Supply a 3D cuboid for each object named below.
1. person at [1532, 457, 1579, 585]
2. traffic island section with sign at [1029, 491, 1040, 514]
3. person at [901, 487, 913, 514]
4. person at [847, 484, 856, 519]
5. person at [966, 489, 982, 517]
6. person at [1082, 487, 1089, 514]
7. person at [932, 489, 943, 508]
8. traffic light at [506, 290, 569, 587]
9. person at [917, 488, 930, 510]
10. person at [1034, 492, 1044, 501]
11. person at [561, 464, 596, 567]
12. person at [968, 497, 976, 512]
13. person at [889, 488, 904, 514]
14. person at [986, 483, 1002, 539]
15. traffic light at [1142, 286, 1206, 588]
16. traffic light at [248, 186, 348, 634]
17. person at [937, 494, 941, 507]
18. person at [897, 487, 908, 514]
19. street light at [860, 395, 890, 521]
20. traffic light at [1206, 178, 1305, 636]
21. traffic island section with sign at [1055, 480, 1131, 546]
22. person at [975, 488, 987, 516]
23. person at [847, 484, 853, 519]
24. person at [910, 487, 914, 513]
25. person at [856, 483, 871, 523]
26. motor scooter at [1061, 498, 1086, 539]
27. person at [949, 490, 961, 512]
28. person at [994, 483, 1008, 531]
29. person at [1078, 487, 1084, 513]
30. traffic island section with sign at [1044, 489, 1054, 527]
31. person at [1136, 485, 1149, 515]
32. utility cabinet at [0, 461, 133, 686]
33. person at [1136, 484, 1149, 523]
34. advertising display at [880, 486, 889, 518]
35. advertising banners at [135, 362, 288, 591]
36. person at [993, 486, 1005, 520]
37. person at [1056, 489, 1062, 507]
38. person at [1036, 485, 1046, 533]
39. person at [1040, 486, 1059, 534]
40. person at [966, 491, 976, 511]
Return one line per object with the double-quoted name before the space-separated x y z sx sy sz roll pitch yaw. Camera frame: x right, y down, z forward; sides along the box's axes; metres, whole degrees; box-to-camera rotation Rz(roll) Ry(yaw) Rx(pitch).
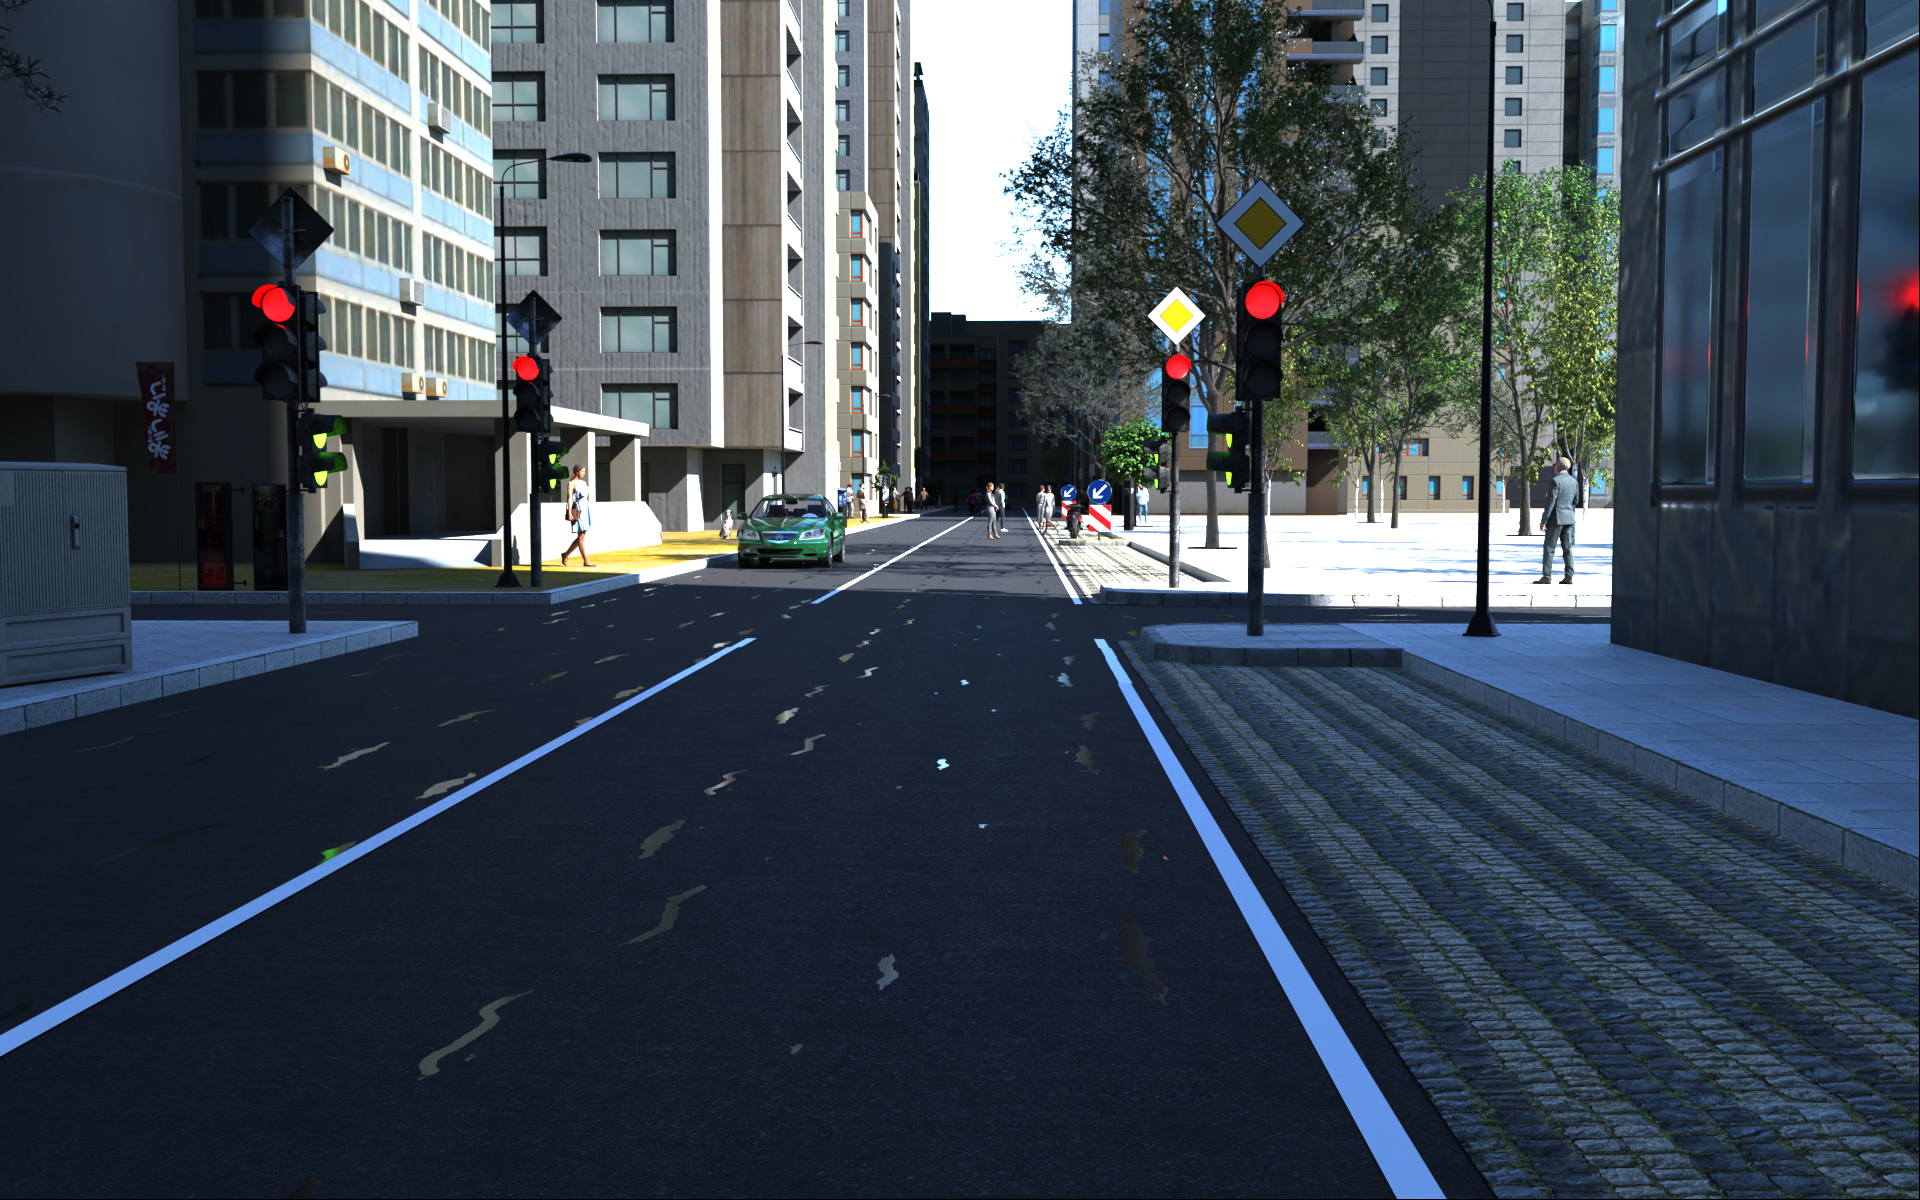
"person" 8.476 -1.129 24.674 0.661 1.801 0.590 -2 4 -31
"traffic island section with sign" 6.181 -7.143 125.421 1.989 1.847 2.006 0 4 2
"person" -3.417 -6.416 111.472 0.750 1.759 0.617 -1 4 -20
"person" -5.665 -5.109 89.768 0.583 1.804 0.606 1 4 16
"person" 0.863 -6.099 108.905 1.217 1.739 0.721 3 5 40
"person" 8.172 -6.414 111.699 0.721 1.735 1.217 -2 4 -24
"person" -2.130 -9.476 161.801 1.217 1.723 0.721 1 4 18
"traffic light" -5.844 -2.136 23.849 0.839 4.253 0.868 0 4 2
"person" -2.870 -7.902 135.788 0.990 1.755 0.434 -1 4 -9
"person" 5.417 -6.346 113.077 1.217 1.723 0.721 0 4 1
"person" -6.759 -1.490 30.493 0.778 1.811 0.616 2 4 26
"person" 1.035 -8.088 141.417 1.217 1.739 0.721 -3 5 -44
"person" -4.115 -6.302 109.807 1.217 1.736 0.721 2 4 31
"person" 1.081 -2.822 54.912 0.573 1.790 0.520 -1 4 -12
"traffic light" 2.914 -2.120 23.589 0.839 4.253 0.868 0 4 2
"traffic light" -6.096 -1.648 15.868 0.839 4.253 0.868 0 4 2
"person" -2.272 -10.340 178.235 0.621 1.740 0.551 -1 4 -10
"person" -3.586 -6.559 113.804 1.217 1.766 0.721 2 4 33
"street light" -3.979 -6.636 81.043 1.470 5.913 1.316 0 4 2
"traffic light" 2.661 -1.632 15.607 0.839 4.253 0.868 0 4 2
"traffic island section with sign" 3.750 -2.426 48.287 1.989 1.847 2.006 0 4 2
"person" 1.232 -6.520 115.181 1.350 1.814 0.705 3 4 37
"person" -5.751 -5.022 88.333 0.592 1.802 0.473 0 4 -8
"person" -3.248 -6.828 118.406 0.721 1.743 1.217 0 4 -6
"person" -4.303 -4.326 77.120 0.599 1.781 0.374 2 4 31
"motor scooter" 3.637 -2.605 55.366 0.815 1.314 1.986 0 4 2
"person" -0.404 -7.909 138.525 1.217 1.735 0.721 -2 4 -34
"person" 1.467 -3.564 66.609 0.795 1.843 0.661 -2 4 -30
"person" 8.001 -6.617 115.026 0.445 1.727 0.742 -3 5 -41
"traffic island section with sign" 4.596 -4.077 75.291 1.989 1.847 2.006 0 4 2
"person" 10.419 -5.849 101.690 1.348 1.823 0.705 1 4 12
"utility cabinet" -6.270 -0.199 11.930 0.318 1.500 1.173 1 4 17
"person" 7.973 -4.239 75.622 0.793 1.790 0.793 -3 5 -42
"advertising display" -3.976 -5.284 91.599 0.123 1.923 0.974 1 4 18
"advertising banners" -9.874 -1.637 22.959 2.074 3.025 0.090 0 4 3
"person" 2.116 -5.346 95.266 0.648 1.900 0.474 2 4 35
"person" 9.769 -9.995 169.993 0.617 1.759 0.750 0 4 -8
"person" 3.106 -3.380 64.331 0.480 1.755 0.524 2 4 29
"person" 3.197 -3.194 61.470 0.760 1.731 0.466 1 4 22
"person" 0.907 -8.242 144.086 0.721 1.723 1.217 3 5 41
